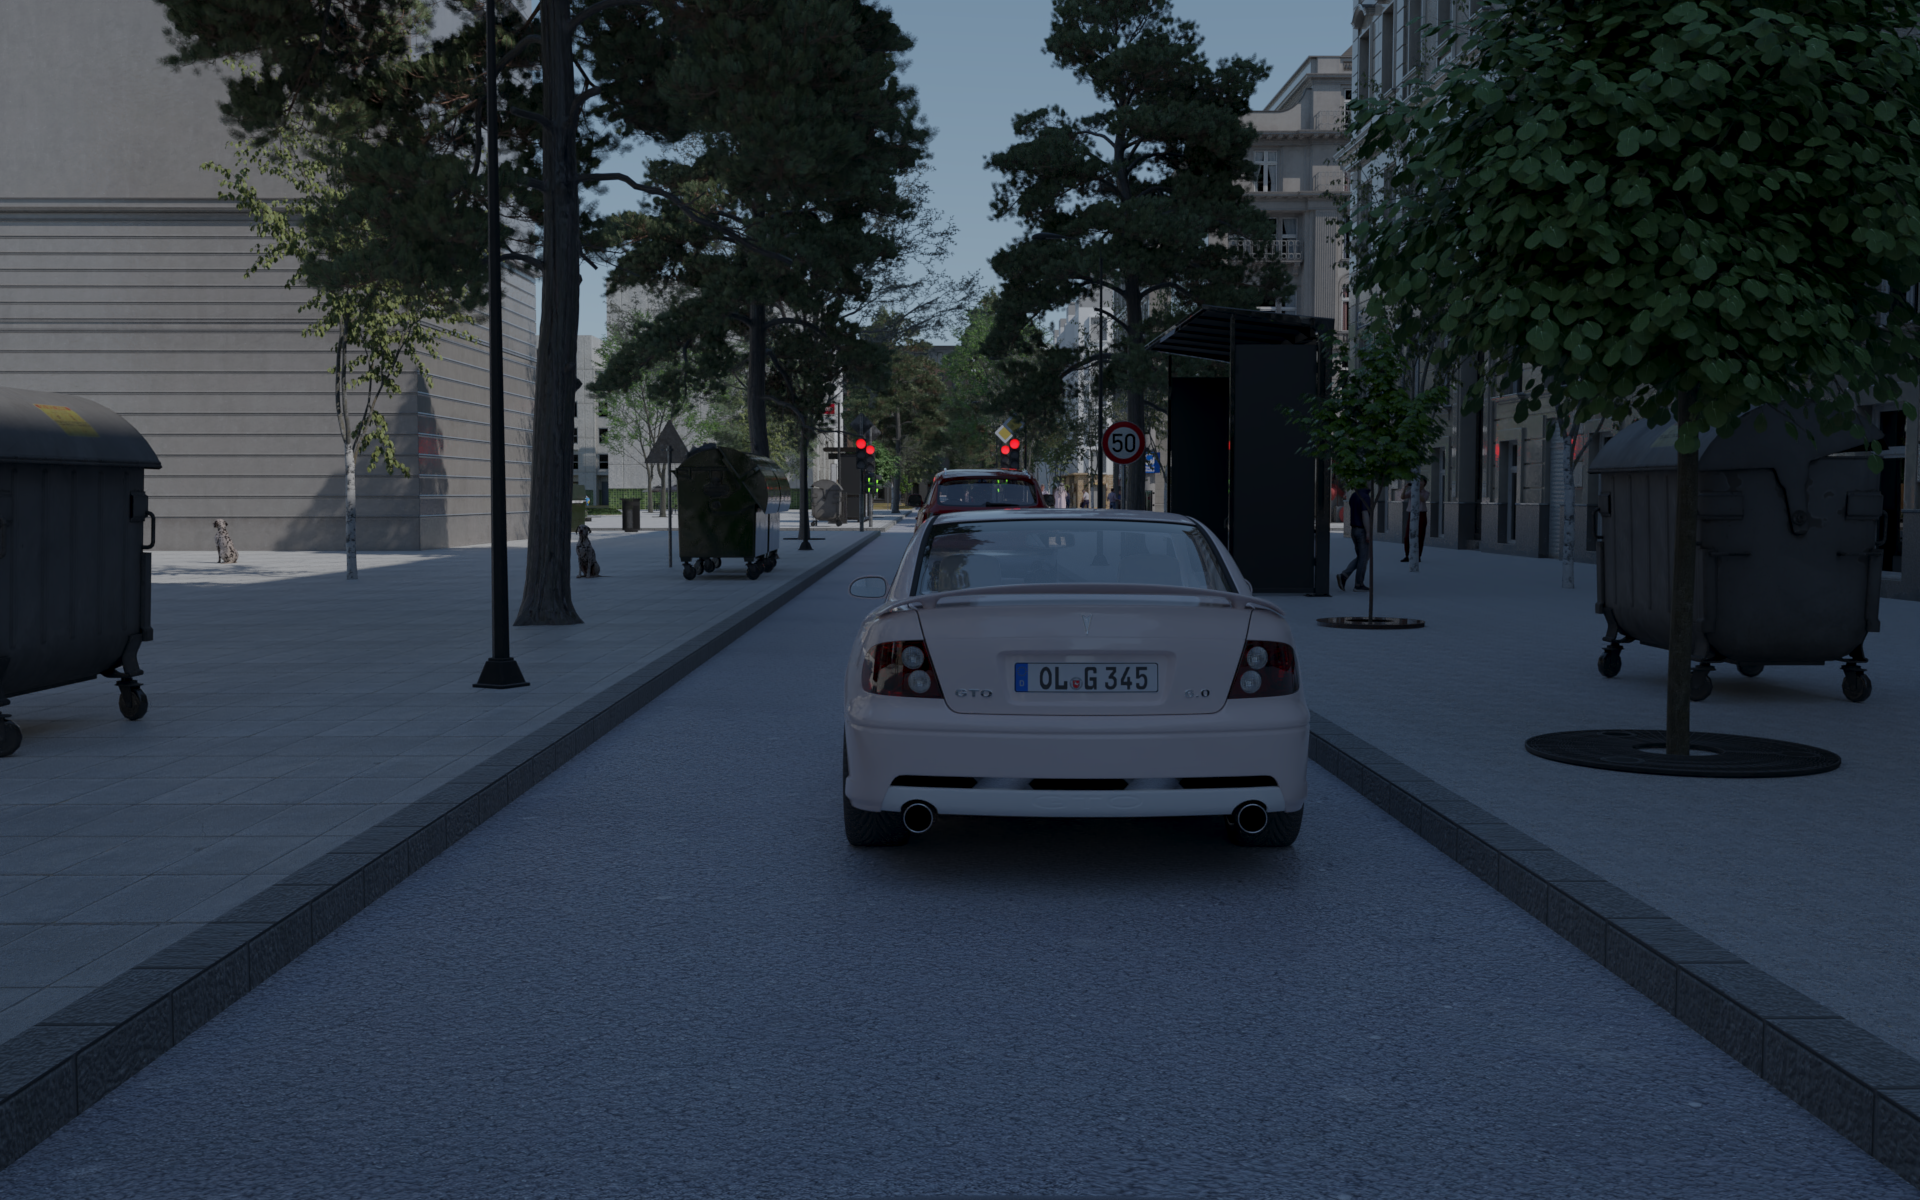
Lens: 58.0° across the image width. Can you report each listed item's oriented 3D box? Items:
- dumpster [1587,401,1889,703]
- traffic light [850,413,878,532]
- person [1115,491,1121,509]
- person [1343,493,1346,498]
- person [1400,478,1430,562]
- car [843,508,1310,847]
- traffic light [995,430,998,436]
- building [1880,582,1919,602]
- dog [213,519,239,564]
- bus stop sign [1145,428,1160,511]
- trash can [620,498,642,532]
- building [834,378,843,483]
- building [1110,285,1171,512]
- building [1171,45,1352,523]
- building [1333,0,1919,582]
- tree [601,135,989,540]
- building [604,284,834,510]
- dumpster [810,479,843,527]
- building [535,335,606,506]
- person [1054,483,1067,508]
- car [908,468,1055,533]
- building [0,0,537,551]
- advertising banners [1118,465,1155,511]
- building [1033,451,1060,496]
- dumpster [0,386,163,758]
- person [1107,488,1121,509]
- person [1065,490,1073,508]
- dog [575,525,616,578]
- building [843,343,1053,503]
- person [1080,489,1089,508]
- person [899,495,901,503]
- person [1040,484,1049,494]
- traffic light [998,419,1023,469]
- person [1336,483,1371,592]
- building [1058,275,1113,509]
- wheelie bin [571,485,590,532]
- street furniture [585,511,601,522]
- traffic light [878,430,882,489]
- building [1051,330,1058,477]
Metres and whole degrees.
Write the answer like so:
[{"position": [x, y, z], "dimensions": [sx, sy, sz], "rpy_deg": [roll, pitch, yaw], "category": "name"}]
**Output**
[{"position": [5.054, -0.342, 11.352], "dimensions": [1.264, 1.857, 1.865], "rpy_deg": [0, 4, -1], "category": "dumpster"}, {"position": [-3.332, -4.263, 58.945], "dimensions": [0.839, 4.213, 0.868], "rpy_deg": [0, 4, -1], "category": "traffic light"}, {"position": [9.705, -5.921, 105.552], "dimensions": [0.600, 1.496, 0.574], "rpy_deg": [-1, 4, -12], "category": "person"}, {"position": [15.472, -3.764, 68.404], "dimensions": [0.655, 1.722, 0.431], "rpy_deg": [0, 4, -6], "category": "person"}, {"position": [8.561, -1.532, 32.557], "dimensions": [0.566, 1.644, 0.517], "rpy_deg": [-1, 4, -17], "category": "person"}, {"position": [0.460, 0.241, 8.415], "dimensions": [2.083, 1.381, 4.827], "rpy_deg": [0, 4, 0], "category": "car"}, {"position": [1.724, -4.756, 67.013], "dimensions": [0.839, 4.213, 0.868], "rpy_deg": [0, 4, -1], "category": "traffic light"}, {"position": [17.145, -13.209, 13.229], "dimensions": [12.463, 27.353, 25.104], "rpy_deg": [0, 4, -1], "category": "building"}, {"position": [-13.636, -1.080, 32.032], "dimensions": [0.513, 0.831, 0.800], "rpy_deg": [-1, 4, -10], "category": "dog"}, {"position": [7.361, -4.835, 68.066], "dimensions": [0.837, 3.901, 0.837], "rpy_deg": [0, 4, -7], "category": "bus stop sign"}, {"position": [-11.085, -2.857, 58.369], "dimensions": [0.748, 1.137, 0.748], "rpy_deg": [0, 3, 0], "category": "trash can"}, {"position": [-19.600, -21.173, 202.600], "dimensions": [11.380, 20.091, 16.016], "rpy_deg": [0, 4, -1], "category": "building"}, {"position": [15.296, -16.600, 122.325], "dimensions": [10.553, 20.767, 40.483], "rpy_deg": [0, 4, -1], "category": "building"}, {"position": [22.184, -14.625, 80.923], "dimensions": [24.055, 21.916, 13.314], "rpy_deg": [0, 4, -1], "category": "building"}, {"position": [17.116, -14.742, 38.288], "dimensions": [12.463, 27.353, 25.104], "rpy_deg": [0, 4, -1], "category": "building"}, {"position": [-4.374, -8.441, 48.374], "dimensions": [12.009, 13.543, 11.850], "rpy_deg": [0, 3, 0], "category": "tree"}, {"position": [-20.810, -17.845, 158.219], "dimensions": [16.747, 18.905, 31.486], "rpy_deg": [0, 4, -1], "category": "building"}, {"position": [-5.299, -3.845, 68.632], "dimensions": [1.264, 1.857, 1.865], "rpy_deg": [0, 4, -1], "category": "dumpster"}, {"position": [-41.015, -20.468, 201.112], "dimensions": [31.486, 18.905, 16.747], "rpy_deg": [0, 4, -1], "category": "building"}, {"position": [4.099, -3.904, 70.544], "dimensions": [0.551, 1.740, 0.621], "rpy_deg": [0, 4, -4], "category": "person"}, {"position": [0.341, -1.066, 26.103], "dimensions": [2.281, 1.827, 5.304], "rpy_deg": [0, 4, -1], "category": "car"}, {"position": [-23.795, -12.374, 44.116], "dimensions": [24.055, 21.916, 13.314], "rpy_deg": [0, 4, -1], "category": "building"}, {"position": [5.868, -3.783, 58.032], "dimensions": [0.090, 3.025, 2.074], "rpy_deg": [3, 5, 43], "category": "advertising banners"}, {"position": [13.423, -15.531, 196.086], "dimensions": [9.099, 9.664, 28.070], "rpy_deg": [0, 4, -1], "category": "building"}, {"position": [-5.188, -0.202, 9.066], "dimensions": [1.264, 1.857, 1.865], "rpy_deg": [0, 4, -1], "category": "dumpster"}, {"position": [7.837, -4.947, 88.887], "dimensions": [0.963, 1.587, 0.435], "rpy_deg": [3, 4, 37], "category": "person"}, {"position": [8.016, -7.367, 128.444], "dimensions": [0.435, 1.587, 0.963], "rpy_deg": [-3, 4, -36], "category": "person"}, {"position": [-5.614, -0.748, 26.607], "dimensions": [0.800, 0.831, 0.513], "rpy_deg": [-3, 5, -44], "category": "dog"}, {"position": [-0.895, -24.744, 248.545], "dimensions": [32.646, 21.610, 27.936], "rpy_deg": [0, 4, -1], "category": "building"}, {"position": [7.309, -5.697, 101.405], "dimensions": [0.590, 1.554, 0.614], "rpy_deg": [2, 4, 34], "category": "person"}, {"position": [-4.337, -6.854, 120.320], "dimensions": [0.429, 1.552, 0.499], "rpy_deg": [-1, 4, -10], "category": "person"}, {"position": [3.482, -4.097, 73.974], "dimensions": [0.756, 1.711, 0.436], "rpy_deg": [1, 4, 20], "category": "person"}, {"position": [1.828, -4.268, 59.028], "dimensions": [0.839, 4.213, 0.868], "rpy_deg": [0, 4, -1], "category": "traffic light"}, {"position": [5.229, -0.891, 22.819], "dimensions": [0.471, 1.553, 0.569], "rpy_deg": [2, 4, 24], "category": "person"}, {"position": [17.355, -18.164, 153.408], "dimensions": [16.016, 20.091, 11.380], "rpy_deg": [0, 4, -1], "category": "building"}, {"position": [-13.026, -3.094, 58.501], "dimensions": [0.980, 1.594, 0.693], "rpy_deg": [-1, 4, -22], "category": "wheelie bin"}, {"position": [-20.028, -4.410, 78.950], "dimensions": [9.812, 1.723, 11.010], "rpy_deg": [1, 4, 21], "category": "street furniture"}, {"position": [-3.437, -4.751, 66.930], "dimensions": [0.839, 4.213, 0.868], "rpy_deg": [0, 4, -1], "category": "traffic light"}, {"position": [17.314, -18.859, 164.768], "dimensions": [16.016, 20.091, 11.380], "rpy_deg": [0, 4, -1], "category": "building"}]
